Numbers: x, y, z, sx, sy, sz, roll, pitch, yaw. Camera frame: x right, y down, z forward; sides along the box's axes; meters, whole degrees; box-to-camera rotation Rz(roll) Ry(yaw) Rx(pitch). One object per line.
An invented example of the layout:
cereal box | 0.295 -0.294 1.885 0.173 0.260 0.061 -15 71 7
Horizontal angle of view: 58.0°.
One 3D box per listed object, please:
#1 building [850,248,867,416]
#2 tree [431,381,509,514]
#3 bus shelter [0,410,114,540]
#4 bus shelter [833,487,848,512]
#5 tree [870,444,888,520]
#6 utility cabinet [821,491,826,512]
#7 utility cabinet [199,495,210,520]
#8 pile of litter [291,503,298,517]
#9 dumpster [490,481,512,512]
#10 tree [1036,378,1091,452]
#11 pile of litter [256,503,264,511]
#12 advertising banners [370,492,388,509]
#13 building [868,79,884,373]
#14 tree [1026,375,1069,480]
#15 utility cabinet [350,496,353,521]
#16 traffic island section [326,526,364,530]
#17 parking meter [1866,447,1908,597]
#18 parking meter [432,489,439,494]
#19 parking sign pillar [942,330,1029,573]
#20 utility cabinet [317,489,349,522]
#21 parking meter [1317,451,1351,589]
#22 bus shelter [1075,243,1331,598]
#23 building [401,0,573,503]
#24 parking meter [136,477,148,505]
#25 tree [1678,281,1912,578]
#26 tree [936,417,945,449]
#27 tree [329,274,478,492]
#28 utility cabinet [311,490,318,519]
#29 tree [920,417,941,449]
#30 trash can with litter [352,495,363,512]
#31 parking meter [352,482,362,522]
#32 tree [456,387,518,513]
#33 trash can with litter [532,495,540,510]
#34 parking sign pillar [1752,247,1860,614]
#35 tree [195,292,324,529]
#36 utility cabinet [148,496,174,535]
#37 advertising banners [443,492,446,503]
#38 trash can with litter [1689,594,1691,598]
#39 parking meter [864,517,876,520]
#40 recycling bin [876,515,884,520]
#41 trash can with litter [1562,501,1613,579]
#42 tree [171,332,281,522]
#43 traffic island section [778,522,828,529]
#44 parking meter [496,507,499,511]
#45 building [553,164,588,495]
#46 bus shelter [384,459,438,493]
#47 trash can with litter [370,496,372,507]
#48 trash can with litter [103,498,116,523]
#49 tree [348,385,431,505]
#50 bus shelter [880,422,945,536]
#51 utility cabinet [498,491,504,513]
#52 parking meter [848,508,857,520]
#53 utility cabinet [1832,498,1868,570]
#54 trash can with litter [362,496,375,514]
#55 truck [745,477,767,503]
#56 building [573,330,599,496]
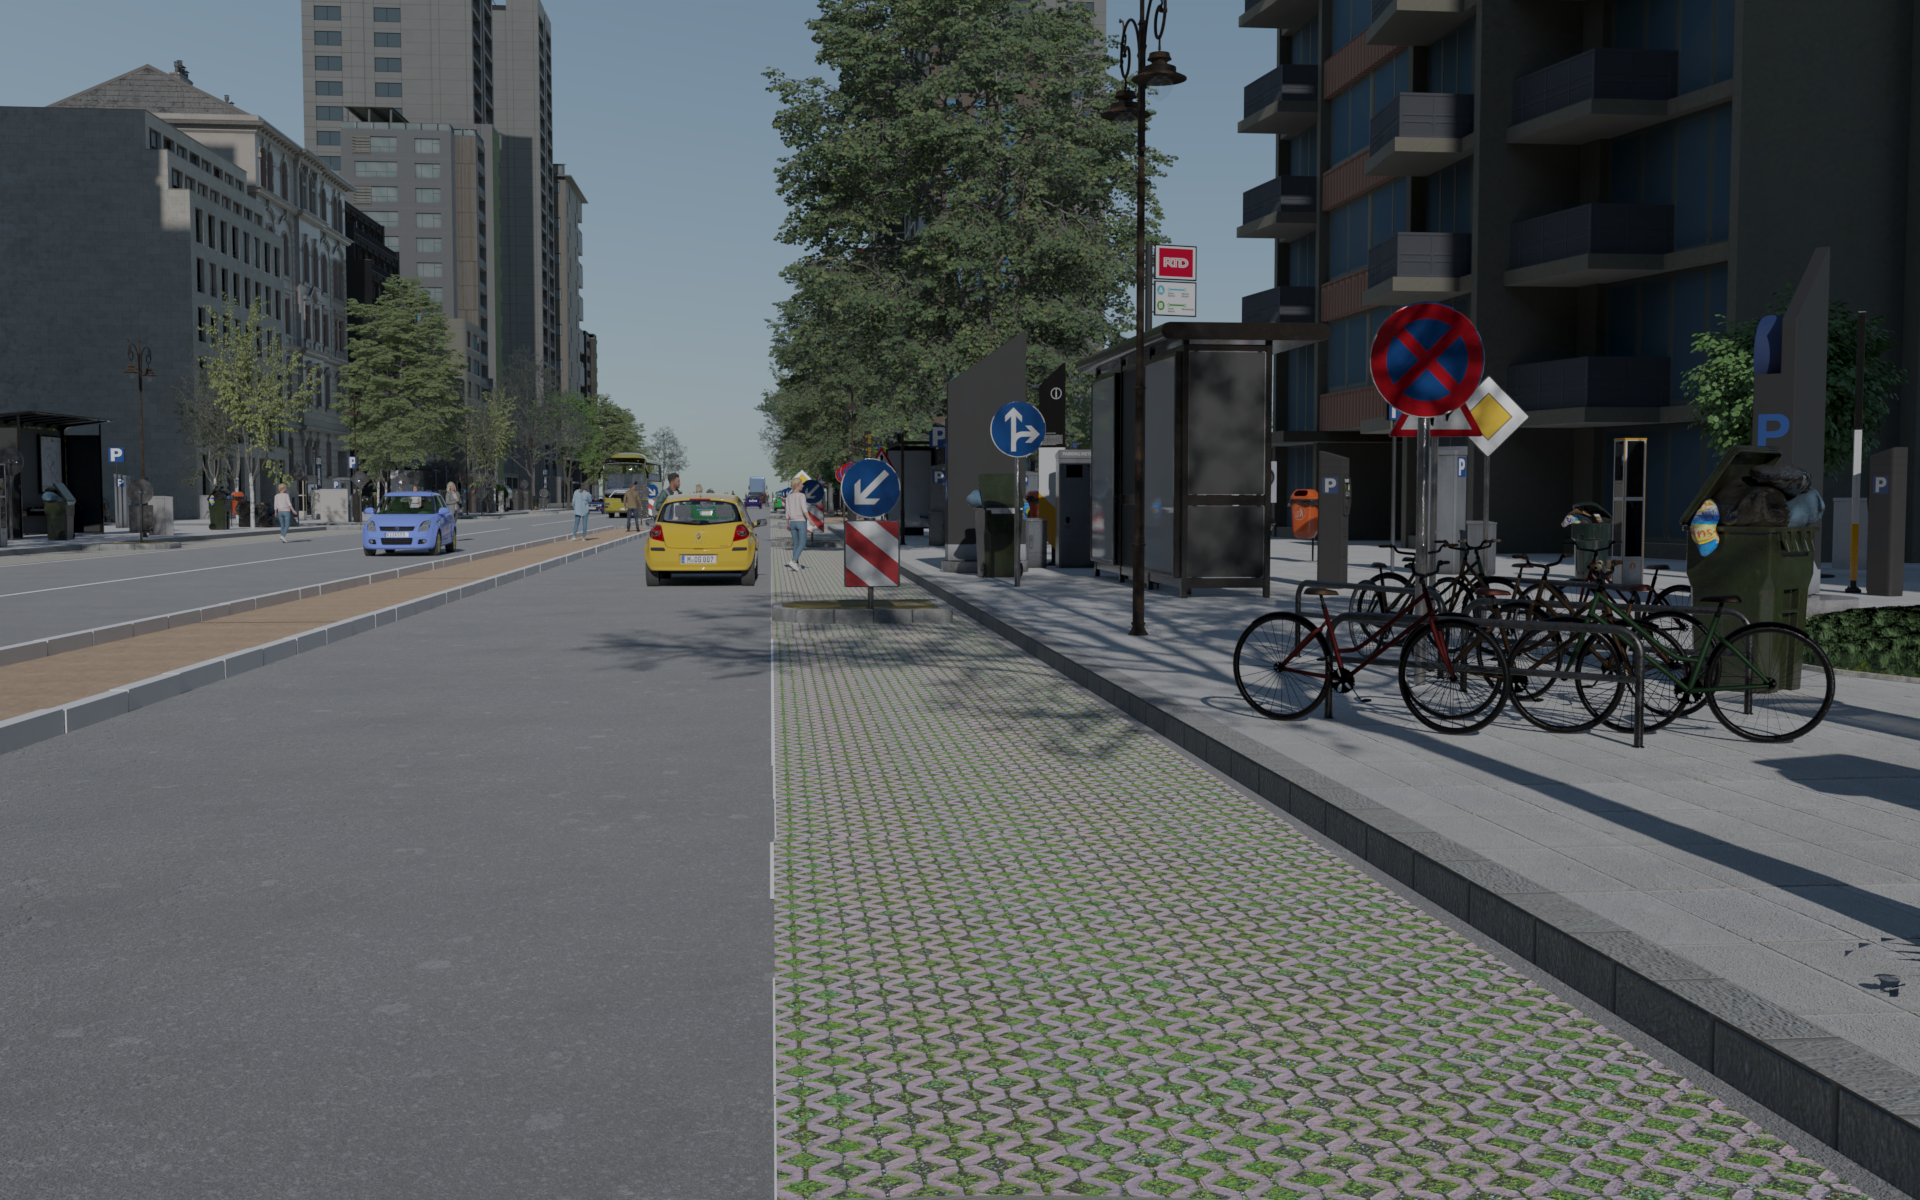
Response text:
building | -7.864 -39.481 300.135 22.147 44.769 28.867 0 4 -6
tree | -31.100 -9.896 112.164 4.360 8.622 3.978 0 3 0
bus shelter | -27.245 -3.692 51.652 1.731 3.624 6.357 0 4 -6
bus shelter | -9.791 -9.993 141.019 2.179 5.291 8.768 0 4 -6
tree | -2.637 -3.899 58.347 1.663 3.219 1.824 0 3 0
utility cabinet | -9.625 -6.931 122.005 0.318 1.500 1.173 -1 4 -9
utility cabinet | -37.652 -4.612 86.563 1.020 1.237 0.306 3 5 45
pile of litter | -36.725 -5.002 95.755 1.176 0.858 1.719 -1 4 -12
dumpster | -33.549 -7.573 126.304 1.502 2.255 1.985 0 4 -6
tree | 7.260 -9.497 105.646 4.737 8.622 4.395 0 3 0
pile of litter | -35.798 -4.555 88.444 1.719 0.858 1.176 1 4 20
advertising banners | -40.945 -7.775 123.314 2.074 3.025 0.090 -3 4 -38
building | -5.963 -51.103 273.786 20.563 71.187 20.611 0 4 -6
tree | 3.186 -8.582 90.672 4.360 8.622 3.978 0 3 0
utility cabinet | -29.030 -4.348 82.250 0.306 1.237 1.020 -1 4 -15
traffic island section | -24.131 -2.901 69.712 2.009 0.180 2.903 0 4 -6
parking meter | 11.661 -0.985 21.810 0.255 1.863 0.399 -1 4 -21
parking meter | -28.605 -5.261 94.435 0.372 1.533 0.369 0 3 0
parking sign pillar | 0.416 -2.452 28.555 1.447 3.967 1.447 0 4 -7
utility cabinet | -28.312 -4.262 78.363 1.173 1.500 0.318 -1 4 -17
parking meter | 5.068 -1.086 23.465 0.399 1.863 0.255 2 4 32
bus shelter | 3.040 -2.924 25.433 2.179 5.291 8.768 0 4 -6
building | -68.049 -49.855 253.381 20.563 71.187 20.611 0 4 -6
parking meter | -28.201 -3.302 59.694 0.399 1.863 0.255 0 4 0
tree | 12.932 -2.641 26.899 4.285 4.588 4.351 0 3 0
tree | -0.960 -11.968 146.039 4.737 8.622 4.395 0 3 0
tree | -28.727 -10.496 89.738 7.486 12.596 7.792 0 3 0
utility cabinet | -32.641 -4.835 87.731 0.318 1.500 1.173 -2 4 -29
tree | -3.393 -10.552 122.881 4.360 8.622 3.978 0 3 0
trash can with litter | -36.241 -5.621 102.956 1.678 1.210 2.233 -1 4 -12
parking meter | -27.464 -4.479 78.949 0.399 1.863 0.255 3 4 36
tree | -32.100 -10.305 118.843 4.737 8.622 4.395 0 3 0
trash can with litter | -35.556 -8.151 144.655 0.624 1.170 1.055 -1 4 -19
parking sign pillar | 8.899 -1.842 18.588 1.447 3.967 1.447 3 5 39
tree | -25.910 -6.929 63.659 4.737 8.622 4.395 0 3 0
utility cabinet | -25.009 -2.633 54.209 1.020 1.237 0.306 3 4 37
advertising banners | -31.774 -6.783 107.097 0.090 3.025 2.074 -1 4 -9
trash can with litter | 9.842 -0.638 21.486 1.678 1.210 2.233 0 4 -1
parking meter | -2.852 -2.830 54.688 0.372 1.533 0.369 0 3 0
recycling bin | -4.160 -4.512 86.329 0.722 1.027 0.722 -1 4 -12
trash can with litter | 9.647 -0.905 26.182 1.055 1.170 0.624 -3 4 -36
tree | -32.863 -7.803 77.934 4.360 8.622 3.978 0 3 0
traffic island section | -6.494 -3.018 71.629 2.009 0.180 2.903 0 4 -6
parking meter | -34.334 -7.364 128.804 0.372 1.533 0.369 0 3 0
building | -75.052 -42.095 277.489 28.713 52.752 27.495 0 4 -6
bus shelter | -31.760 -6.501 100.221 2.014 3.302 5.546 0 4 -6
trash can with litter | -42.034 -6.974 125.084 2.233 1.210 1.678 1 4 14
trash can with litter | -38.387 -4.074 78.004 1.055 1.170 0.624 1 4 18
tree | -38.543 -10.160 116.485 4.360 8.622 3.978 0 3 0
bus shelter | -1.244 -3.491 51.007 2.014 3.302 5.546 0 4 -6
utility cabinet | -31.302 -6.691 118.083 0.318 1.500 1.173 -1 4 -13
parking meter | -4.322 -3.894 69.383 0.255 1.863 0.399 -2 4 -29
utility cabinet | 15.317 -1.121 29.488 0.306 1.237 1.020 -1 4 -9
trash can with litter | -38.155 -6.153 111.992 0.624 1.170 1.055 3 5 40
truck | -30.868 -16.638 261.793 2.967 4.110 18.799 0 4 -4
building | -70.397 -32.285 299.562 14.160 30.474 14.107 0 4 -6
